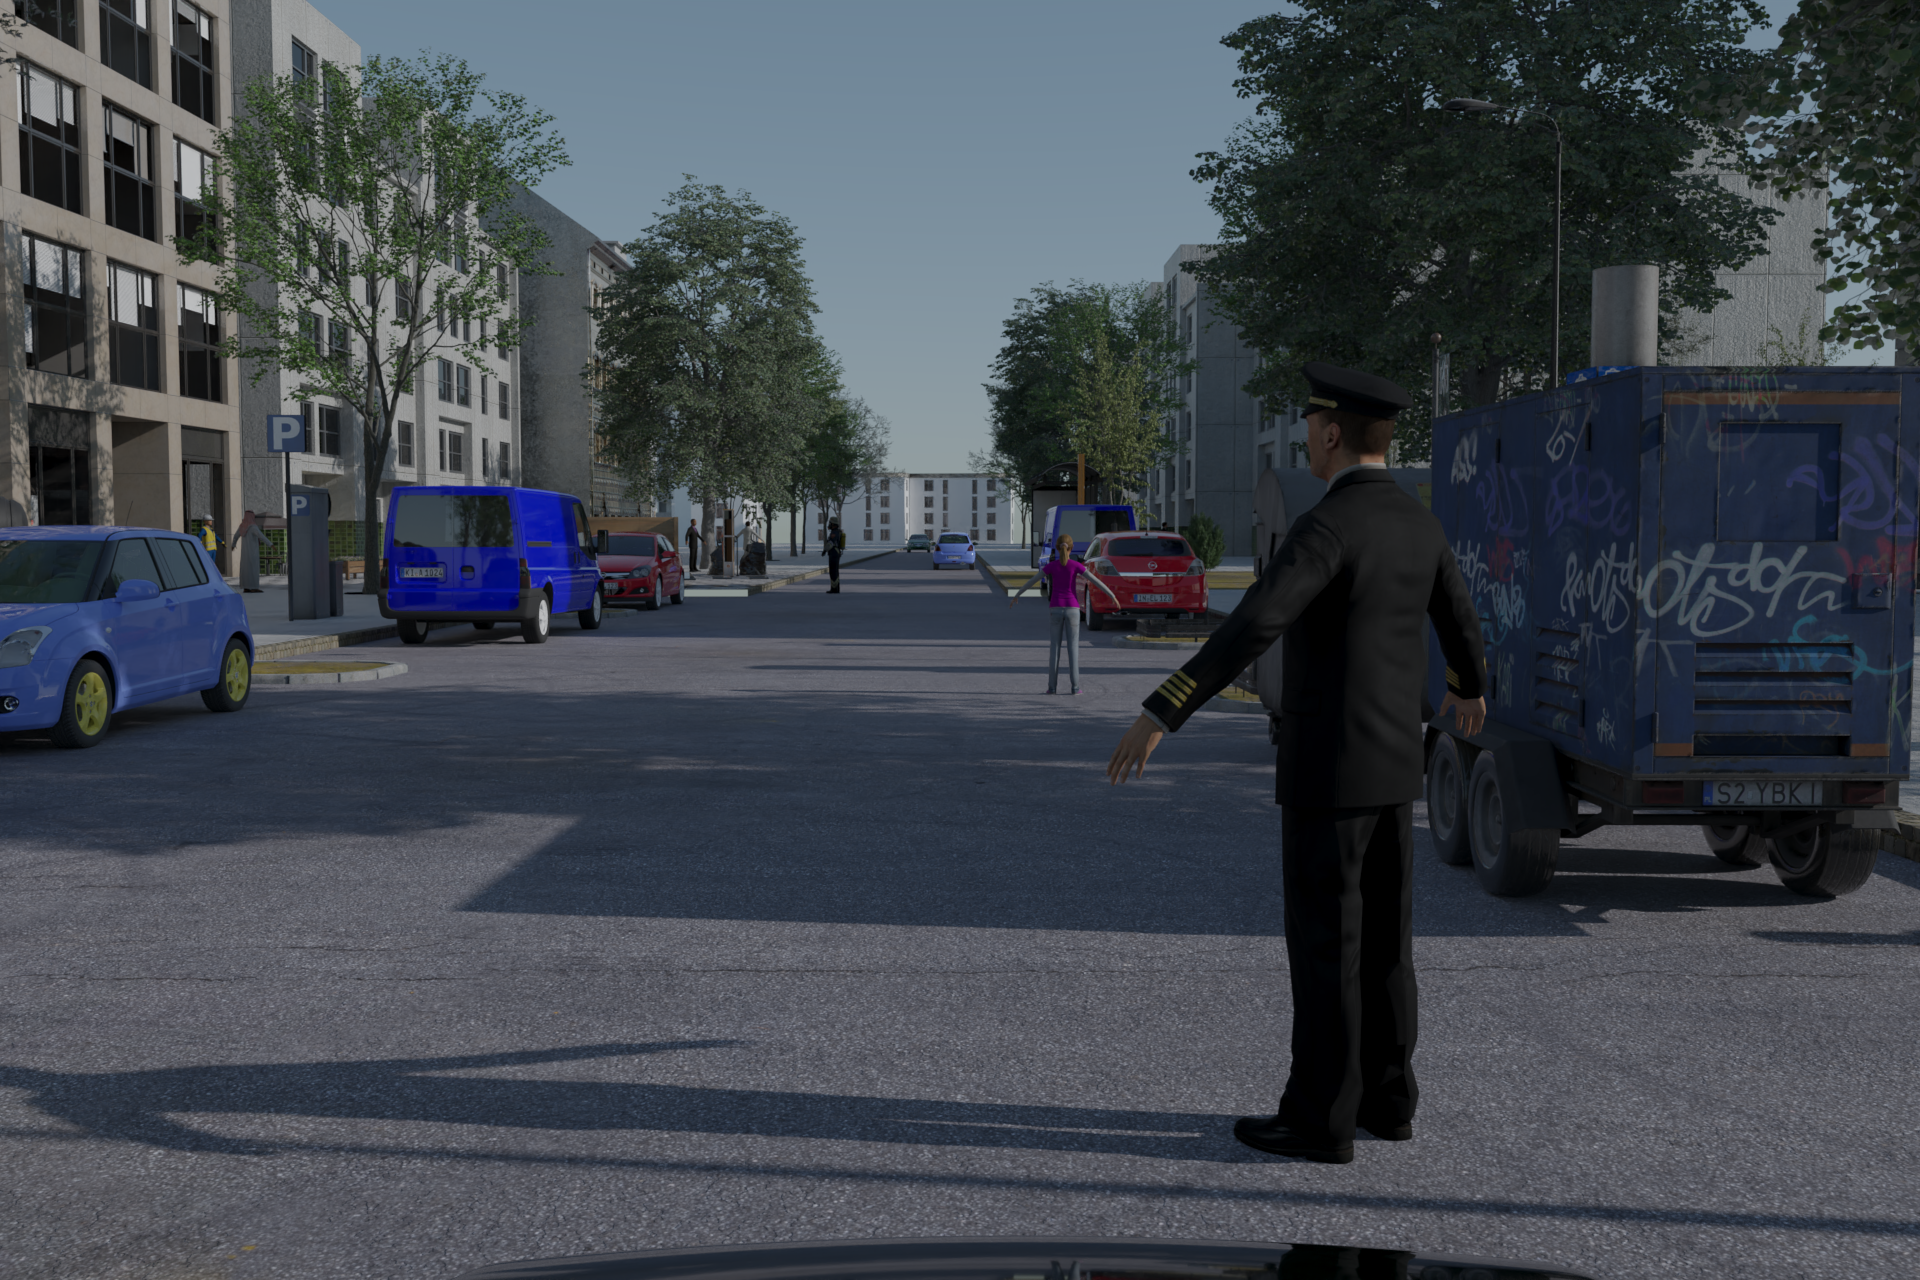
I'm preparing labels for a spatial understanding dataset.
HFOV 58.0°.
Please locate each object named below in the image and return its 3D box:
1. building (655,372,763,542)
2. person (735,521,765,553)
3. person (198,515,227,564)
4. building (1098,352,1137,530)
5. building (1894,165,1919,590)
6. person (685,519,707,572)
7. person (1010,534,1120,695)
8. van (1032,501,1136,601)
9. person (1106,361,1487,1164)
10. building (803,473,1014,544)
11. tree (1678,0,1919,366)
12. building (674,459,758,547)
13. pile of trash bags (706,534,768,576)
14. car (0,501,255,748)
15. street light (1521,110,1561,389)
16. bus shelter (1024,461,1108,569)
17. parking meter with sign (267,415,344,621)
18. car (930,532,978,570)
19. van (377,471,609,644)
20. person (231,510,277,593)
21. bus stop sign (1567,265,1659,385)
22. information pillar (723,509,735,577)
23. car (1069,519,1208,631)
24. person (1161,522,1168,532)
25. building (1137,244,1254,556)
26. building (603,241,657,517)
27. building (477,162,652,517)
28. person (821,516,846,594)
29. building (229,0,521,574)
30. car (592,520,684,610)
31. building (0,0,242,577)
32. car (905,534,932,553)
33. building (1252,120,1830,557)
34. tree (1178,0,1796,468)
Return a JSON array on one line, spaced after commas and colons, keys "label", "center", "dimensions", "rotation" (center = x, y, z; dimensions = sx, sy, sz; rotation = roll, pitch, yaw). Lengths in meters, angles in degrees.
[{"label": "building", "center": [-29.624, -21.245, 203.781], "dimensions": [16.016, 20.090, 11.380], "rotation": [0, 4, -1]}, {"label": "person", "center": [-8.475, -3.863, 69.341], "dimensions": [1.347, 1.806, 0.705], "rotation": [1, 4, 12]}, {"label": "person", "center": [-18.861, -2.275, 43.661], "dimensions": [0.721, 1.772, 1.216], "rotation": [0, 4, 6]}, {"label": "building", "center": [22.483, -18.404, 167.365], "dimensions": [16.747, 18.905, 31.486], "rotation": [0, 4, -1]}, {"label": "building", "center": [25.129, -11.044, 28.793], "dimensions": [9.793, 21.092, 18.267], "rotation": [0, 4, 0]}, {"label": "person", "center": [-9.014, -3.211, 58.730], "dimensions": [0.704, 1.802, 1.346], "rotation": [1, 4, 20]}, {"label": "person", "center": [0.936, -0.231, 15.503], "dimensions": [0.991, 1.433, 0.599], "rotation": [0, 4, 6]}, {"label": "van", "center": [2.792, -2.083, 38.438], "dimensions": [2.240, 2.365, 5.245], "rotation": [0, 4, 0]}, {"label": "person", "center": [0.889, 0.265, 4.065], "dimensions": [1.347, 1.837, 0.705], "rotation": [-3, 5, -41]}, {"label": "building", "center": [-6.830, -17.829, 236.115], "dimensions": [28.070, 9.664, 9.099], "rotation": [0, 4, 7]}, {"label": "tree", "center": [8.352, -6.302, 9.696], "dimensions": [9.857, 13.997, 8.962], "rotation": [0, 3, 0]}, {"label": "building", "center": [-25.644, -14.682, 182.204], "dimensions": [9.099, 9.664, 28.070], "rotation": [0, 4, -1]}, {"label": "pile of trash bags", "center": [-6.998, -2.701, 53.912], "dimensions": [1.912, 1.369, 3.447], "rotation": [0, 4, 0]}, {"label": "car", "center": [-6.654, -0.190, 12.691], "dimensions": [1.945, 1.707, 3.694], "rotation": [0, 4, 0]}, {"label": "street light", "center": [6.938, -2.821, 18.660], "dimensions": [1.470, 5.913, 1.316], "rotation": [0, 4, 0]}, {"label": "bus shelter", "center": [3.046, -3.496, 51.086], "dimensions": [2.014, 3.302, 5.546], "rotation": [0, 4, -1]}, {"label": "parking meter with sign", "center": [-9.845, -1.831, 26.204], "dimensions": [0.543, 3.016, 1.738], "rotation": [0, 4, -1]}, {"label": "car", "center": [-0.239, -3.700, 70.092], "dimensions": [1.945, 1.707, 3.694], "rotation": [0, 4, 0]}, {"label": "van", "center": [-6.371, -1.218, 24.301], "dimensions": [2.240, 2.365, 5.245], "rotation": [0, 4, 0]}, {"label": "person", "center": [-15.481, -1.938, 37.834], "dimensions": [1.347, 1.811, 0.704], "rotation": [2, 4, 27]}, {"label": "bus stop sign", "center": [6.612, -1.731, 17.326], "dimensions": [0.837, 3.901, 0.837], "rotation": [0, 4, 0]}, {"label": "information pillar", "center": [-6.843, -2.862, 51.279], "dimensions": [0.304, 2.012, 0.304], "rotation": [0, 3, 0]}, {"label": "car", "center": [2.750, -1.111, 27.202], "dimensions": [2.155, 1.783, 4.494], "rotation": [0, 4, -1]}, {"label": "person", "center": [8.952, -4.242, 75.537], "dimensions": [0.705, 1.806, 1.347], "rotation": [0, 4, -6]}, {"label": "building", "center": [21.763, -15.167, 114.446], "dimensions": [16.747, 18.905, 31.486], "rotation": [0, 4, 0]}, {"label": "building", "center": [-27.059, -15.696, 113.043], "dimensions": [16.016, 20.090, 11.380], "rotation": [0, 3, 0]}, {"label": "building", "center": [-28.256, -16.300, 97.432], "dimensions": [19.493, 23.208, 18.063], "rotation": [0, 4, -1]}, {"label": "person", "center": [-3.058, -2.048, 41.723], "dimensions": [0.705, 1.856, 1.354], "rotation": [1, 4, 10]}, {"label": "building", "center": [-30.134, -12.476, 70.433], "dimensions": [16.747, 18.905, 31.486], "rotation": [0, 4, -1]}, {"label": "car", "center": [-6.554, -1.522, 33.924], "dimensions": [2.155, 1.783, 4.494], "rotation": [0, 3, 0]}, {"label": "building", "center": [-29.504, -13.903, 30.520], "dimensions": [19.350, 26.588, 34.151], "rotation": [0, 4, 0]}, {"label": "car", "center": [-3.209, -7.556, 135.331], "dimensions": [2.131, 1.459, 4.920], "rotation": [0, 4, 0]}, {"label": "building", "center": [25.080, -13.228, 82.728], "dimensions": [16.747, 18.905, 31.486], "rotation": [0, 4, 0]}, {"label": "tree", "center": [8.364, -7.434, 28.199], "dimensions": [9.857, 13.997, 8.962], "rotation": [0, 3, 0]}]
